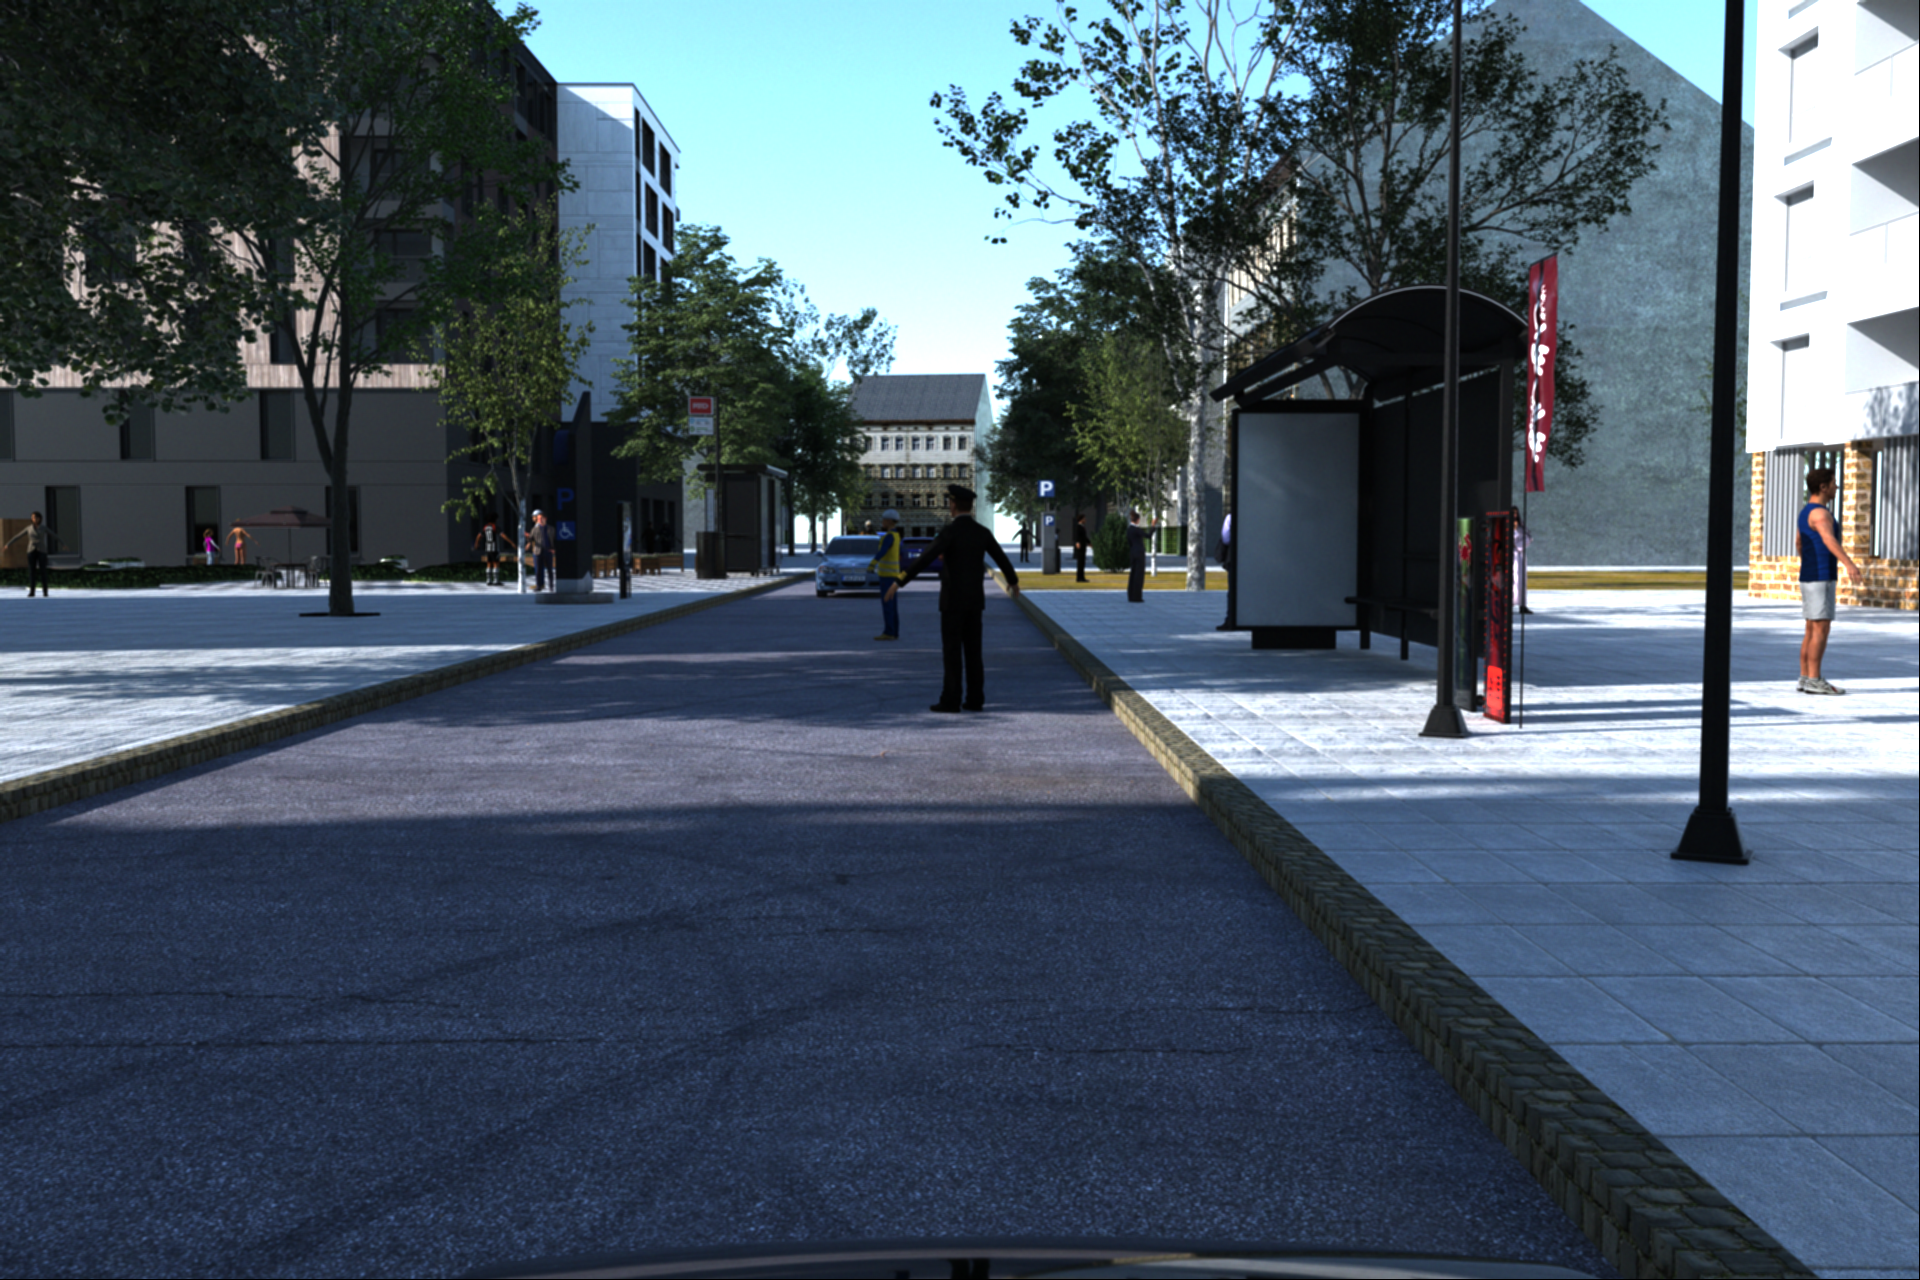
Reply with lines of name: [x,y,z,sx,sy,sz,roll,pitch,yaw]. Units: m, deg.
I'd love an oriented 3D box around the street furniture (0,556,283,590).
street furniture: [-21.443,-1.773,44.615,5.734,0.657,10.072,0,4,3]

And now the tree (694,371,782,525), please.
tree: [-9.165,-7.566,74.066,4.360,8.622,3.978,0,3,0]

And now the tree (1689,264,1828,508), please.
tree: [22.441,-5.896,46.758,4.360,8.622,3.978,0,3,0]

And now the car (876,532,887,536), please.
car: [-3.011,-3.362,64.566,1.945,1.707,3.694,0,3,0]

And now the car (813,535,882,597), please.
car: [-2.402,-1.757,40.731,2.014,1.417,4.499,0,4,-1]

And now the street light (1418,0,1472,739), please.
street light: [3.631,-2.343,10.842,1.470,5.913,1.316,0,4,0]

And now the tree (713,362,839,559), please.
tree: [-9.716,-9.501,89.750,7.601,10.594,8.767,0,4,1]

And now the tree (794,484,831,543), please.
tree: [-20.328,-18.512,237.085,7.601,10.594,8.767,0,4,-7]

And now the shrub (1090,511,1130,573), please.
shrub: [5.067,-3.226,56.793,1.661,2.075,1.752,0,3,0]

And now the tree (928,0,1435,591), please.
tree: [5.625,-11.270,40.148,12.611,20.169,13.585,0,3,0]

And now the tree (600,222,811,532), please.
tree: [-9.357,-8.925,64.059,7.486,12.596,7.792,0,3,0]

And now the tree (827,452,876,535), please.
tree: [-9.386,-11.917,145.204,4.737,8.622,4.395,0,3,0]

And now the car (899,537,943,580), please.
car: [-1.284,-2.646,55.845,1.945,1.354,3.894,0,4,-1]

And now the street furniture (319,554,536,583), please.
street furniture: [-14.983,-2.094,49.862,5.734,0.657,10.072,0,4,-6]

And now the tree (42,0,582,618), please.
tree: [-9.784,-6.169,26.611,9.928,11.665,9.643,0,3,0]

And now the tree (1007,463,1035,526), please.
tree: [11.045,-20.048,234.438,9.857,13.997,8.962,0,3,0]

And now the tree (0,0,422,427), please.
tree: [-9.455,-6.588,14.371,9.857,13.997,8.962,0,3,0]

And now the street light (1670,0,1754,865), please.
street light: [3.532,-2.089,6.704,1.470,5.913,1.316,0,4,0]

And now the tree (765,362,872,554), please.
tree: [-9.672,-12.014,114.557,7.486,12.596,7.792,0,3,0]

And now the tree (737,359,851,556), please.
tree: [-9.932,-10.689,100.515,9.928,11.665,9.643,0,3,0]

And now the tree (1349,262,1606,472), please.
tree: [17.271,-7.489,56.860,8.767,10.594,7.601,-1,4,-19]

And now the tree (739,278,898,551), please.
tree: [-11.708,-16.785,130.322,12.611,20.169,13.585,0,3,0]

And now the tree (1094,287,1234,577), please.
tree: [5.643,-6.224,52.126,4.360,8.622,3.978,0,3,0]

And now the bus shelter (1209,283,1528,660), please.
bus shelter: [3.798,-1.397,16.762,2.014,3.302,5.546,0,3,0]

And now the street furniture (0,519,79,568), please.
street furniture: [-31.503,-2.689,50.814,9.812,1.723,11.010,0,4,-3]

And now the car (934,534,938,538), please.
car: [-1.103,-6.917,121.893,1.959,1.807,4.718,0,4,0]

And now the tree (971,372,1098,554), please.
tree: [5.956,-12.429,113.592,12.009,13.543,11.850,0,3,0]

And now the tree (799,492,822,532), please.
tree: [-19.597,-17.122,230.301,4.737,8.622,4.395,0,3,0]

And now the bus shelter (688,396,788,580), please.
bus shelter: [-6.807,-4.614,53.074,2.179,5.291,8.768,0,4,0]

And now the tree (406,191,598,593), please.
tree: [-9.626,-5.327,37.464,4.737,8.622,4.395,0,3,0]

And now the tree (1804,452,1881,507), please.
tree: [26.738,-6.408,55.131,4.360,8.622,3.978,0,3,0]

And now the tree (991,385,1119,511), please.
tree: [5.538,-10.098,99.515,8.767,10.594,7.601,2,4,29]

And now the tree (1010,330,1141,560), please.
tree: [6.043,-9.873,87.180,9.928,11.665,9.643,0,3,0]

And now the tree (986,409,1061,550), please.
tree: [5.365,-13.402,137.251,7.486,12.596,7.792,0,3,0]

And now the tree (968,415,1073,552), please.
tree: [4.832,-11.708,125.841,7.601,10.594,8.767,2,4,32]

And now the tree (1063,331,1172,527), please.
tree: [5.843,-6.846,62.299,4.737,8.622,4.395,0,3,0]

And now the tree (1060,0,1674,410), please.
tree: [5.658,-5.581,25.664,8.767,10.594,7.601,-1,4,-14]

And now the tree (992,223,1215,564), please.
tree: [6.008,-10.172,72.971,9.857,13.997,8.962,0,3,0]
